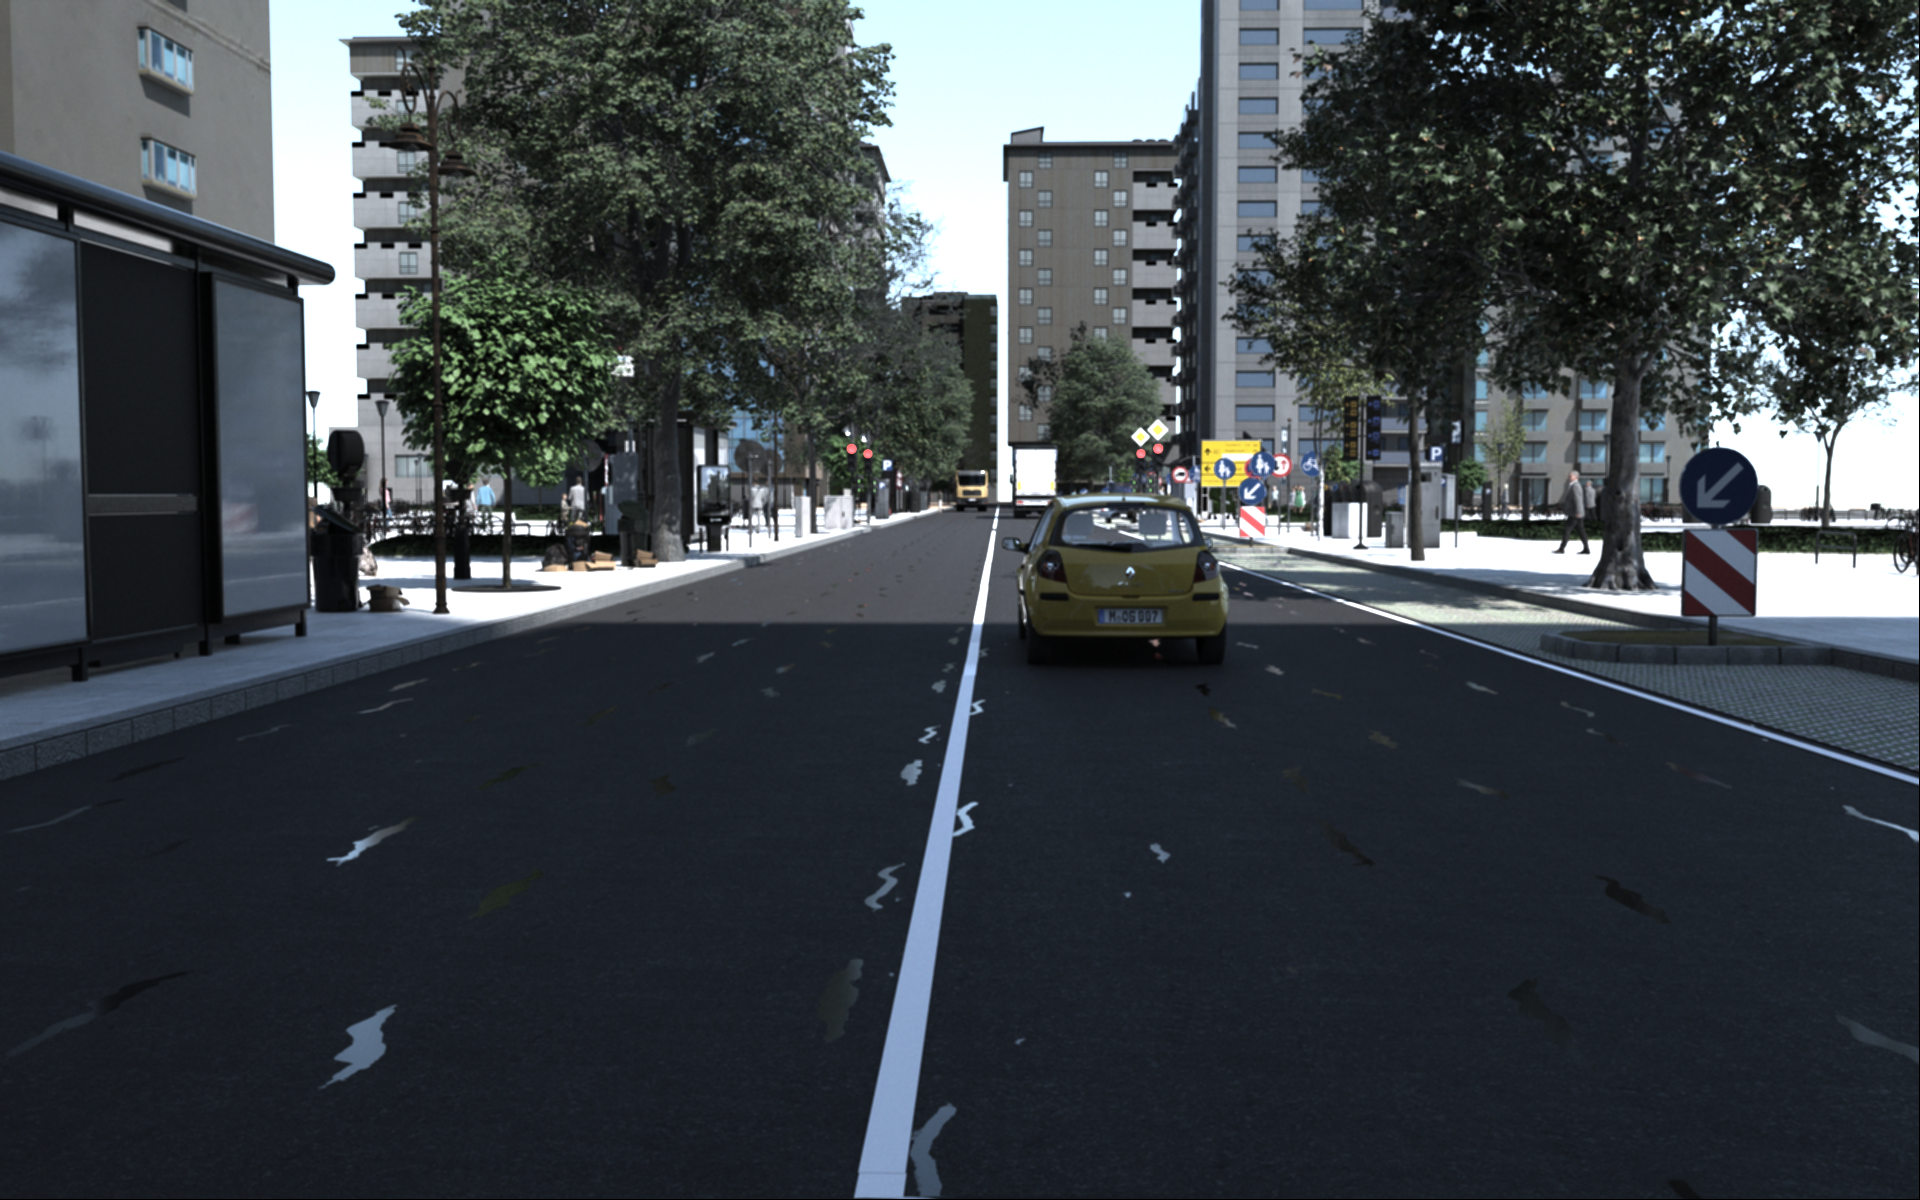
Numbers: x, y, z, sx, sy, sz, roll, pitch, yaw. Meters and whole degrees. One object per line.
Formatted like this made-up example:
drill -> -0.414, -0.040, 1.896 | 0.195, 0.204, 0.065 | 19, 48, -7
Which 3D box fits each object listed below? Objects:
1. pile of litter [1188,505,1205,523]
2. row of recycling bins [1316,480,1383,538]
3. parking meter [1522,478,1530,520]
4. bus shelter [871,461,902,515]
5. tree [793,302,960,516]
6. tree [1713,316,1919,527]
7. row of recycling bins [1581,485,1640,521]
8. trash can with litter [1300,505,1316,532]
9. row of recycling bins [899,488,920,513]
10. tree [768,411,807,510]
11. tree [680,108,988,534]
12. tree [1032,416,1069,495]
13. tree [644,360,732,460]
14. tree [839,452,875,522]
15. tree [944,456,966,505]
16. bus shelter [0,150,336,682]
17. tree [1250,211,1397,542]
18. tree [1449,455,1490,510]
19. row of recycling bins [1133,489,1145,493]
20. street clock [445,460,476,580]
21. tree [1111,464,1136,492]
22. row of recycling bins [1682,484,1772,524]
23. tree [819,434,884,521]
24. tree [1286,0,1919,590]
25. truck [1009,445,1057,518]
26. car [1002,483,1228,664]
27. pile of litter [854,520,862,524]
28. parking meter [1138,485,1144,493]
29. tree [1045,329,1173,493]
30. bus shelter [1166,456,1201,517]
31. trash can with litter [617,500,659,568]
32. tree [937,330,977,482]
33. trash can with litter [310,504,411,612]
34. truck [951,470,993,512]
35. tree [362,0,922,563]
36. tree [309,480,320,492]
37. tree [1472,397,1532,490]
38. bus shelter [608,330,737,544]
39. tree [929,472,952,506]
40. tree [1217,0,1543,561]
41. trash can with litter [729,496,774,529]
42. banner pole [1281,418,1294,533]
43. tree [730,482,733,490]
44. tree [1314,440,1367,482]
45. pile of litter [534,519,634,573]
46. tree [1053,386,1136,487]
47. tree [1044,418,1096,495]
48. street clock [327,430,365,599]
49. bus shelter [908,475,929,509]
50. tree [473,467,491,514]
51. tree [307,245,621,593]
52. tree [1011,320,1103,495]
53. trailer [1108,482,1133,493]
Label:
pile of litter -> 10.338, -3.880, 77.407 | 1.176, 0.858, 1.719 | 0, 4, -4
row of recycling bins -> 11.794, -2.772, 52.443 | 1.069, 1.692, 3.534 | -1, 4, -11
parking meter -> 20.443, -3.477, 62.561 | 0.255, 1.863, 0.399 | 1, 4, 22
bus shelter -> -4.872, -8.215, 111.948 | 2.179, 5.291, 8.768 | 0, 4, 2
tree -> -4.791, -11.148, 99.284 | 9.611, 12.733, 9.660 | 0, 3, 0
tree -> 29.697, -7.645, 59.412 | 8.767, 10.594, 7.601 | 3, 5, 44
row of recycling bins -> 27.739, -4.113, 74.354 | 1.069, 1.692, 3.534 | -1, 4, -21
trash can with litter -> 12.137, -2.900, 58.806 | 1.055, 1.170, 0.624 | -1, 4, -13
row of recycling bins -> -4.394, -6.799, 118.273 | 3.534, 1.692, 1.069 | 1, 4, 14
tree -> -13.076, -11.438, 137.372 | 4.360, 8.622, 3.978 | 0, 3, 0
tree -> -4.728, -8.863, 55.285 | 12.009, 13.543, 11.850 | 0, 3, 0
tree -> 14.016, -19.255, 225.193 | 12.009, 13.543, 11.850 | 0, 3, 0
tree -> -22.838, -13.861, 144.747 | 7.486, 12.596, 7.792 | 0, 3, 0
tree -> -4.758, -5.197, 79.566 | 1.663, 3.219, 1.824 | 0, 3, 0
tree -> -1.655, -16.020, 212.288 | 4.360, 8.622, 3.978 | 0, 3, 0
bus shelter -> -6.796, -2.057, 11.264 | 2.179, 5.291, 8.768 | 0, 4, 1
tree -> 9.845, -5.843, 45.892 | 4.737, 8.622, 4.395 | 0, 3, 0
tree -> 42.394, -9.814, 144.178 | 4.285, 4.588, 4.351 | 0, 3, 0
row of recycling bins -> 12.872, -7.599, 131.359 | 3.534, 1.692, 1.069 | 2, 4, 34
street clock -> -7.493, -1.312, 26.019 | 0.471, 2.002, 0.358 | 1, 4, 15
tree -> 11.566, -7.617, 119.135 | 1.663, 3.219, 1.824 | 0, 3, 0
row of recycling bins -> 33.181, -4.152, 74.990 | 3.534, 1.692, 1.069 | 1, 4, 21
tree -> -5.116, -6.065, 82.880 | 4.285, 4.588, 4.351 | 0, 3, 0
tree -> 9.017, -6.490, 23.117 | 9.611, 12.733, 9.660 | 0, 3, 0
truck -> 4.457, -7.099, 104.979 | 2.839, 4.237, 11.283 | 0, 4, 1
car -> 1.407, -0.356, 16.050 | 2.015, 1.641, 3.980 | 0, 4, 0
pile of litter -> -4.951, -3.741, 75.124 | 1.176, 0.858, 1.719 | -2, 4, -28
parking meter -> 12.018, -6.705, 115.338 | 0.399, 1.863, 0.255 | -3, 5, -41
tree -> 11.848, -13.847, 133.051 | 9.857, 13.997, 8.962 | 0, 3, 0
bus shelter -> 12.543, -6.169, 94.787 | 2.014, 3.302, 5.546 | 0, 4, 1
trash can with litter -> -5.600, -1.165, 30.441 | 0.624, 1.170, 1.055 | -2, 4, -35
tree -> -3.425, -13.633, 129.561 | 9.857, 13.997, 8.962 | 0, 3, 0
trash can with litter -> -6.578, -0.464, 18.966 | 1.055, 1.170, 0.624 | 0, 4, -3
truck -> 0.956, -9.068, 144.186 | 3.469, 3.379, 9.791 | 0, 4, 0
tree -> -5.631, -7.683, 32.271 | 9.857, 13.997, 8.962 | 0, 3, 0
tree -> -57.843, -10.490, 134.412 | 11.467, 7.101, 20.602 | 0, 3, 0
tree -> 40.088, -10.823, 127.316 | 4.737, 8.622, 4.395 | 0, 3, 0
bus shelter -> -7.562, -4.125, 45.079 | 2.179, 5.291, 8.768 | 0, 4, 2
tree -> -2.413, -12.887, 194.408 | 4.285, 4.588, 4.351 | 0, 3, 0
tree -> 8.448, -6.026, 32.945 | 7.601, 10.594, 8.767 | 0, 4, -1
trash can with litter -> -7.964, -3.252, 64.232 | 1.678, 1.210, 2.233 | -2, 4, -28
banner pole -> 10.717, -4.092, 56.927 | 0.401, 3.779, 0.863 | 2, 4, 35
tree -> -15.622, -7.337, 114.569 | 1.663, 3.219, 1.824 | 0, 3, 0
tree -> 22.827, -7.379, 104.366 | 4.285, 4.588, 4.351 | 0, 3, 0
pile of litter -> -6.257, -0.915, 28.924 | 1.719, 0.858, 1.176 | -1, 4, -18
tree -> 12.384, -13.007, 147.076 | 8.767, 10.594, 7.601 | -3, 4, -37
tree -> 13.546, -17.488, 211.679 | 9.928, 11.665, 9.643 | 0, 3, 0
street clock -> -6.973, -0.926, 19.706 | 0.471, 2.002, 0.358 | 3, 5, 45
bus shelter -> -3.187, -9.190, 141.536 | 1.731, 3.624, 6.357 | 0, 4, 1
tree -> -29.986, -9.760, 109.939 | 4.737, 8.622, 4.395 | 0, 3, 0
tree -> -6.077, -2.402, 22.979 | 4.285, 4.588, 4.351 | 0, 3, 0
tree -> 11.992, -20.529, 191.543 | 12.611, 20.169, 13.585 | 0, 3, 0
trailer -> 7.809, -4.757, 84.833 | 1.471, 1.999, 3.904 | 0, 4, 0
